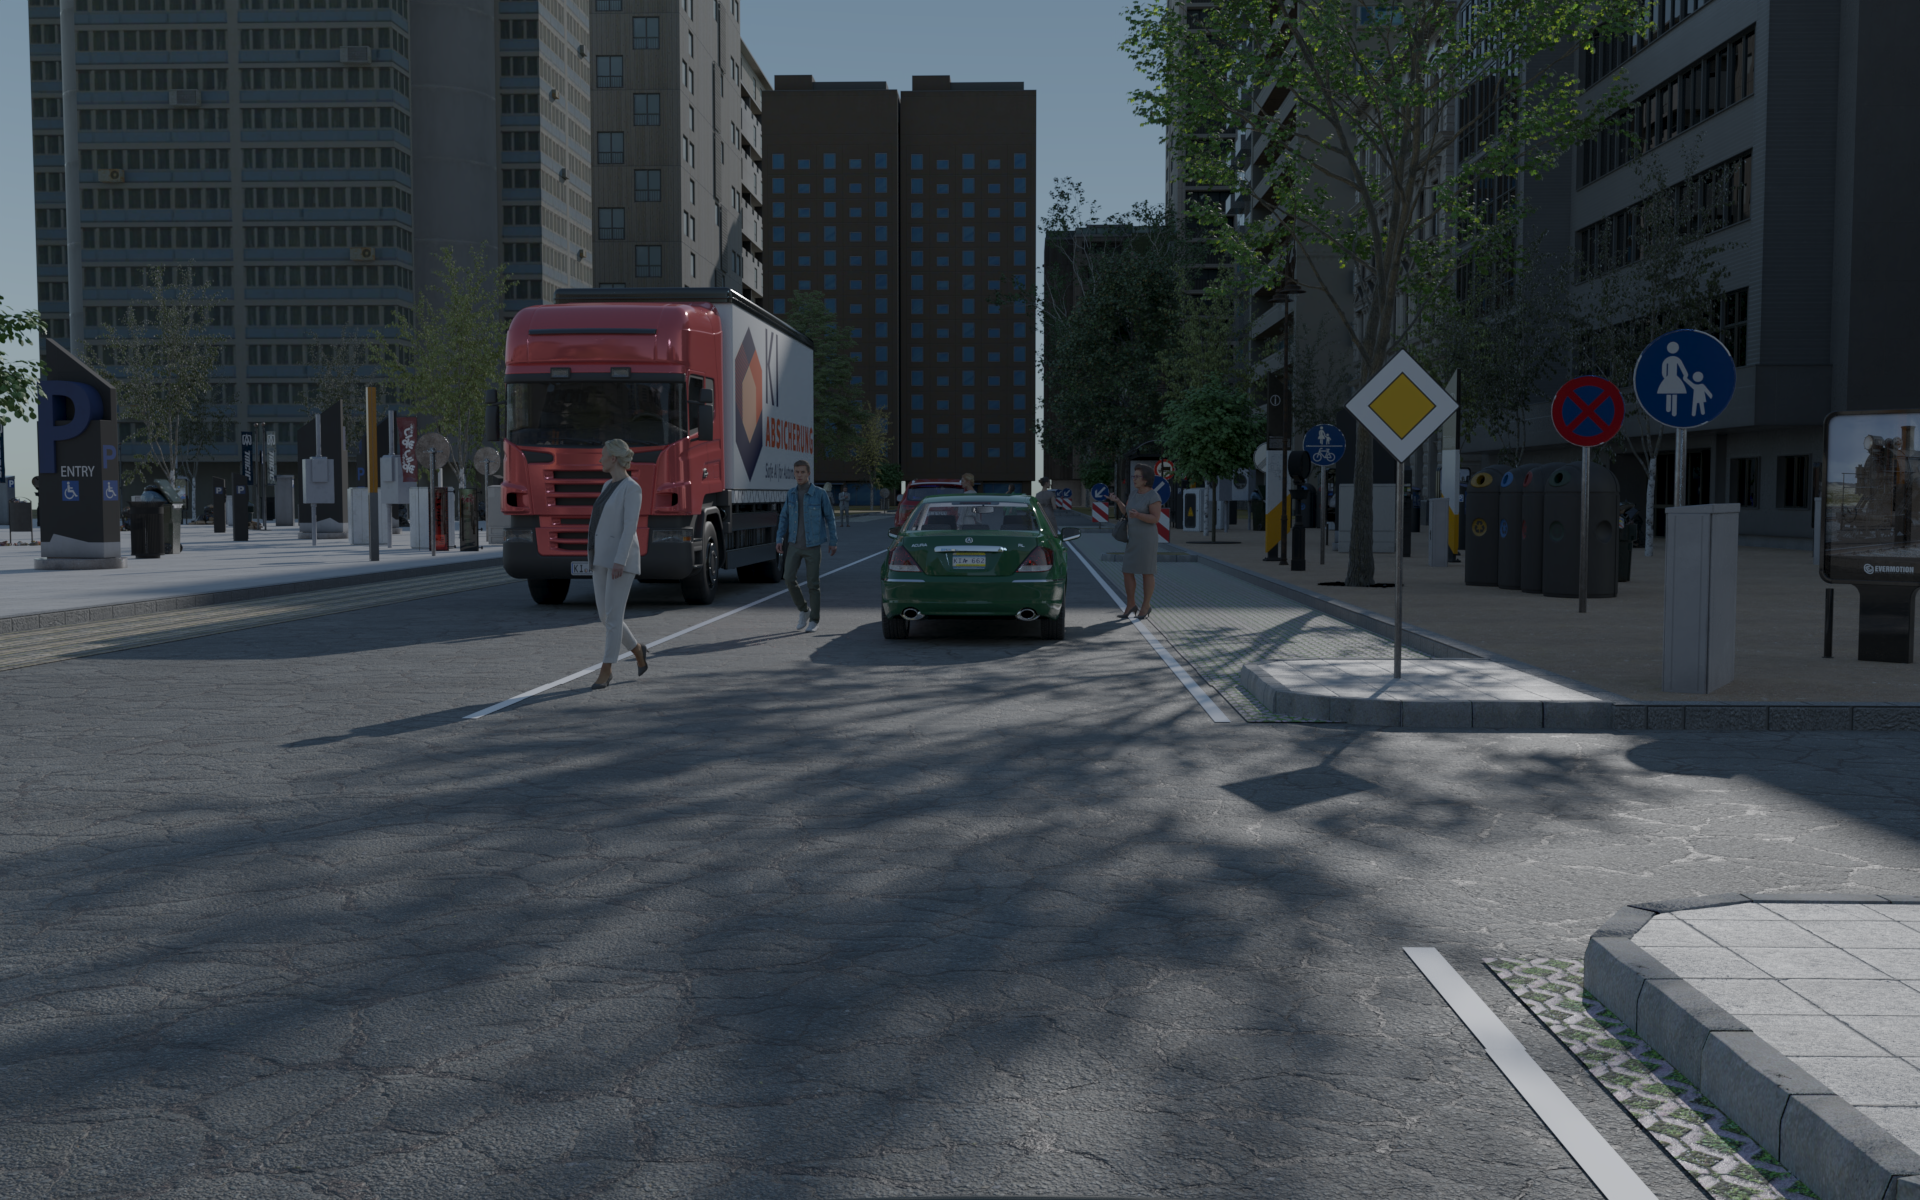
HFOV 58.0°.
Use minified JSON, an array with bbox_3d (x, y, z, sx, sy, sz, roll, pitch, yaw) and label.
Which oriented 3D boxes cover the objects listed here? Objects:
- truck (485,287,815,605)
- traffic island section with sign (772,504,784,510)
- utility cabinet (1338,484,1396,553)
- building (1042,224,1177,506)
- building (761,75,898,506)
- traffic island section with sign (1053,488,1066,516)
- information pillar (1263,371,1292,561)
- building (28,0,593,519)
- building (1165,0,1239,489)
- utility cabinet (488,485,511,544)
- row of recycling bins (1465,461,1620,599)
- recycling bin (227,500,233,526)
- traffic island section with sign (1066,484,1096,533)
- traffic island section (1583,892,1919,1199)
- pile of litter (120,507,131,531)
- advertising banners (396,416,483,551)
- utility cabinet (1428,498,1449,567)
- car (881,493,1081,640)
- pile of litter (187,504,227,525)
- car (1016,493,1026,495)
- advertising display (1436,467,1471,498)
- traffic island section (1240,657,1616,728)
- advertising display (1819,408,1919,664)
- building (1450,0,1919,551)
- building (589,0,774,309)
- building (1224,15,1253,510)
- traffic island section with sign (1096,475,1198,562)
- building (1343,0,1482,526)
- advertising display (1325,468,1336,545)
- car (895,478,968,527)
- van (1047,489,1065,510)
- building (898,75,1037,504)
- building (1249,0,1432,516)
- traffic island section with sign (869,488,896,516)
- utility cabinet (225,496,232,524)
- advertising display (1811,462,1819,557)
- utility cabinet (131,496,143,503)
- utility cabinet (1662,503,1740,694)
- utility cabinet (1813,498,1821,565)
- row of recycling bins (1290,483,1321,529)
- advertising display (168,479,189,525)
[{"bbox_3d":[-4.176,-2.259,25.849,2.839,4.237,11.283,0,4,3],"label":"truck"},{"bbox_3d":[-6.834,-3.390,64.054,1.989,1.847,2.006,0,4,2],"label":"traffic island section with sign"},{"bbox_3d":[8.830,-1.768,37.588,1.173,1.500,0.318,1,4,10],"label":"utility cabinet"},{"bbox_3d":[16.025,-25.484,188.362,14.107,30.474,14.160,0,4,2],"label":"building"},{"bbox_3d":[-13.364,-32.928,188.478,14.200,45.320,14.600,0,4,2],"label":"building"},{"bbox_3d":[6.924,-6.451,114.099,1.989,1.847,2.006,0,4,2],"label":"traffic island section with sign"},{"bbox_3d":[6.056,-2.547,32.995,0.504,3.616,0.183,-1,4,-12],"label":"information pillar"},{"bbox_3d":[-34.929,-24.972,100.179,32.217,40.220,23.993,0,4,2],"label":"building"},{"bbox_3d":[33.531,-45.975,189.942,20.611,71.187,20.563,0,4,2],"label":"building"},{"bbox_3d":[-11.225,-2.124,43.404,1.173,1.500,0.318,1,4,12],"label":"utility cabinet"},{"bbox_3d":[7.688,-0.969,22.959,1.069,1.692,3.534,0,4,-4],"label":"row of recycling bins"},{"bbox_3d":[-29.226,-3.516,70.038,0.722,1.027,0.722,-2,4,-27],"label":"recycling bin"},{"bbox_3d":[5.043,-3.391,64.079,1.989,1.847,2.006,0,4,2],"label":"traffic island section with sign"},{"bbox_3d":[2.766,1.112,4.101,2.009,0.180,2.903,0,4,2],"label":"traffic island section"},{"bbox_3d":[-29.001,-2.807,59.863,1.176,0.858,1.719,2,4,30],"label":"pile of litter"},{"bbox_3d":[-11.709,-2.614,38.926,2.074,3.025,0.090,1,4,13],"label":"advertising banners"},{"bbox_3d":[8.542,-1.210,30.947,0.306,1.237,1.020,1,4,12],"label":"utility cabinet"},{"bbox_3d":[0.228,-0.410,18.497,2.131,1.459,4.920,0,4,4],"label":"car"},{"bbox_3d":[-31.448,-3.573,72.387,1.719,0.858,1.176,1,4,19],"label":"pile of litter"},{"bbox_3d":[3.837,-6.580,116.375,1.959,1.807,4.718,0,4,4],"label":"car"},{"bbox_3d":[11.804,-2.218,41.475,0.974,1.923,0.123,-2,4,-26],"label":"advertising display"},{"bbox_3d":[3.068,0.624,12.080,2.009,0.180,2.903,0,4,2],"label":"traffic island section"},{"bbox_3d":[7.079,-0.488,13.192,0.123,1.923,0.974,-3,5,-43],"label":"advertising display"},{"bbox_3d":[25.078,-14.204,51.304,14.314,24.678,30.058,0,4,2],"label":"building"},{"bbox_3d":[-34.488,-37.148,196.615,27.495,52.752,28.713,0,4,2],"label":"building"},{"bbox_3d":[32.848,-31.546,135.386,23.786,49.044,30.456,0,4,2],"label":"building"},{"bbox_3d":[4.018,-1.744,37.143,1.989,1.847,2.006,0,4,2],"label":"traffic island section with sign"},{"bbox_3d":[24.023,-15.136,76.351,11.050,23.489,19.941,0,4,2],"label":"building"},{"bbox_3d":[9.565,-2.330,43.317,0.974,1.923,0.123,-1,4,-20],"label":"advertising display"},{"bbox_3d":[-0.499,-2.125,43.421,2.281,1.827,5.304,0,4,2],"label":"car"},{"bbox_3d":[7.953,-8.576,147.226,2.013,2.044,4.112,0,4,2],"label":"van"},{"bbox_3d":[1.132,-32.939,188.666,14.200,45.320,14.600,0,4,2],"label":"building"},{"bbox_3d":[30.482,-29.712,109.493,21.300,48.544,21.600,0,4,2],"label":"building"},{"bbox_3d":[-4.934,-6.470,114.405,1.989,1.847,2.006,0,4,2],"label":"traffic island section with sign"},{"bbox_3d":[-30.751,-3.808,73.423,1.020,1.237,0.306,0,4,8],"label":"utility cabinet"},{"bbox_3d":[17.618,-1.852,35.502,0.123,1.923,0.974,3,4,36],"label":"advertising display"},{"bbox_3d":[-31.207,-3.381,66.442,0.306,1.237,1.020,3,4,37],"label":"utility cabinet"},{"bbox_3d":[4.941,-0.024,11.560,0.306,1.237,1.020,2,4,33],"label":"utility cabinet"},{"bbox_3d":[15.890,-1.219,31.085,0.306,1.237,1.020,-2,4,-32],"label":"utility cabinet"},{"bbox_3d":[13.335,-3.536,64.924,3.534,1.692,1.069,2,4,33],"label":"row of recycling bins"},{"bbox_3d":[-32.927,-4.144,72.973,0.974,1.923,0.123,1,4,22],"label":"advertising display"}]
